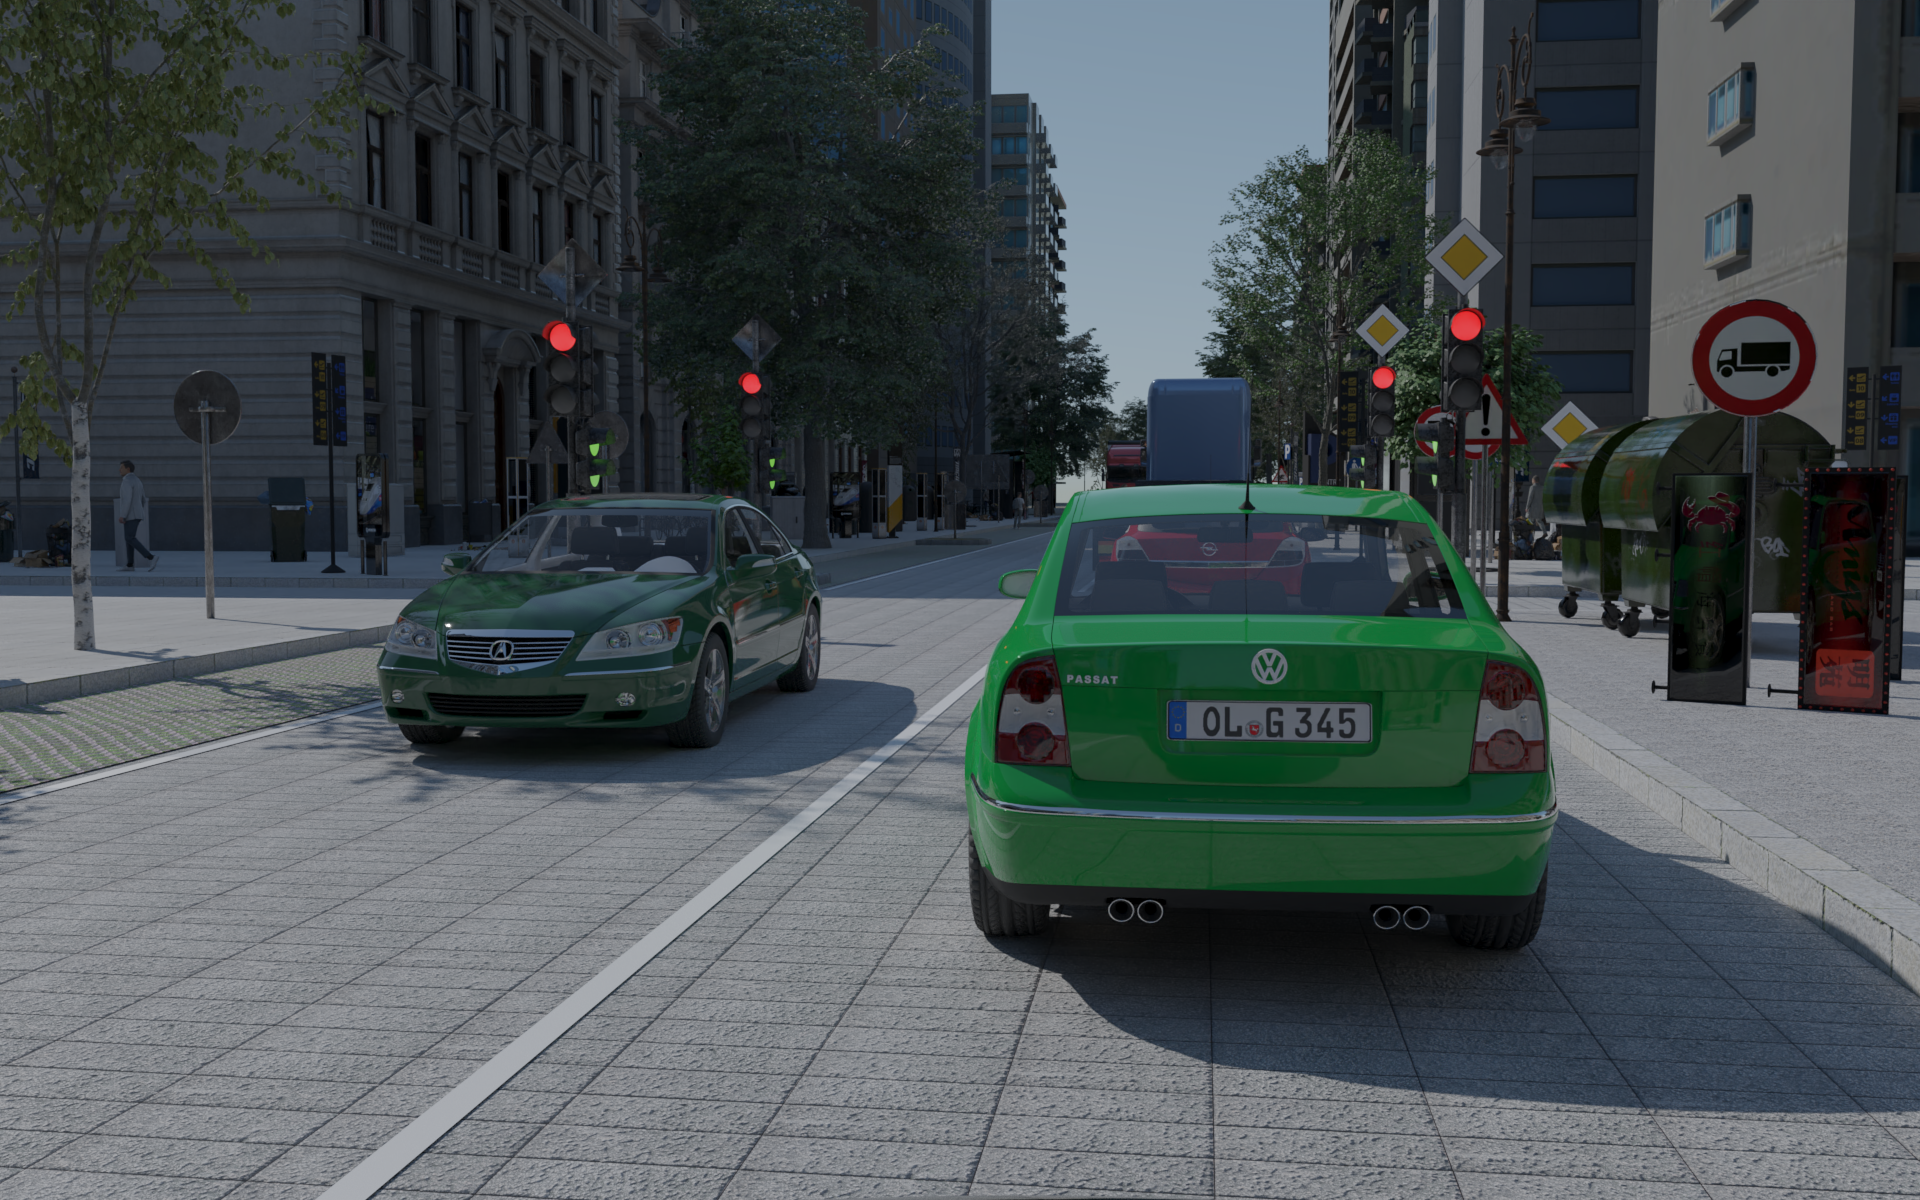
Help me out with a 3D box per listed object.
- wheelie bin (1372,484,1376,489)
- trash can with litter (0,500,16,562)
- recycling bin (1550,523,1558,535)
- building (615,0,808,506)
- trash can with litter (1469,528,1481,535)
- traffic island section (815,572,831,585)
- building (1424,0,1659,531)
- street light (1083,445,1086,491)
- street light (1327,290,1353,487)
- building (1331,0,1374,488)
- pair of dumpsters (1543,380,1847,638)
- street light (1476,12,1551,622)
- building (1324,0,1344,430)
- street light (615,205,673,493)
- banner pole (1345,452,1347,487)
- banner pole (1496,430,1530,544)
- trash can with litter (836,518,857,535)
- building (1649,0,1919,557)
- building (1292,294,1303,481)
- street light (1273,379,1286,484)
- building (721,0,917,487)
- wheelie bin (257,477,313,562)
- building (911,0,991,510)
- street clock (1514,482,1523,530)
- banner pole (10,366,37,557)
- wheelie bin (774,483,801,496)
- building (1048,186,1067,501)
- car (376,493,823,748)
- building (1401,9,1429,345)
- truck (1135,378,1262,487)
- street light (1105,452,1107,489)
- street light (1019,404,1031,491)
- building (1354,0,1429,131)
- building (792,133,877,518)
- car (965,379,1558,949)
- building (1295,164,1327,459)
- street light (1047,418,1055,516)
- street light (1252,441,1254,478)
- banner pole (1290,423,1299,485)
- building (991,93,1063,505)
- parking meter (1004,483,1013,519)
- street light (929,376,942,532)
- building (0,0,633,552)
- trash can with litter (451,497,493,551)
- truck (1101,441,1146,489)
[{"bbox_3d":[12.488,-2.722,52.414,0.980,1.594,0.693,-2,4,-25],"label":"wheelie bin"},{"bbox_3d":[-18.262,-1.286,32.411,1.055,1.170,0.624,-1,4,-20],"label":"trash can with litter"},{"bbox_3d":[15.272,-1.892,43.492,0.722,1.027,0.722,0,4,6],"label":"recycling bin"},{"bbox_3d":[-15.085,-13.924,69.459,13.314,21.916,24.055,0,4,8],"label":"building"},{"bbox_3d":[15.504,-2.664,54.614,1.678,1.210,2.233,-1,4,-14],"label":"trash can with litter"},{"bbox_3d":[-3.192,-0.296,27.122,2.009,0.180,2.903,0,4,8],"label":"traffic island section"},{"bbox_3d":[30.335,-32.375,71.327,21.231,58.520,28.212,0,4,8],"label":"building"},{"bbox_3d":[9.674,-9.885,134.399,0.468,5.910,1.993,0,4,8],"label":"street light"},{"bbox_3d":[8.635,-4.080,39.500,0.468,5.910,1.993,0,4,8],"label":"street light"},{"bbox_3d":[44.439,-32.327,152.243,21.300,48.544,21.600,0,4,8],"label":"building"},{"bbox_3d":[6.544,-0.814,15.795,1.574,2.255,4.437,0,4,8],"label":"pair of dumpsters"},{"bbox_3d":[5.472,-2.722,17.291,0.468,5.910,1.993,0,4,8],"label":"street light"},{"bbox_3d":[51.137,-46.559,199.491,20.563,71.187,20.611,0,4,8],"label":"building"},{"bbox_3d":[-5.093,-3.383,28.093,0.468,5.910,1.993,0,4,8],"label":"street light"},{"bbox_3d":[17.776,-5.486,79.712,0.401,3.779,0.863,1,4,15],"label":"banner pole"},{"bbox_3d":[13.933,-3.279,43.628,0.863,3.779,0.401,2,4,29],"label":"banner pole"},{"bbox_3d":[-3.601,-2.627,54.336,0.624,1.170,1.055,-2,4,-28],"label":"trash can with litter"},{"bbox_3d":[29.285,-25.584,41.994,21.600,48.544,21.300,0,4,8],"label":"building"},{"bbox_3d":[54.458,-29.095,247.400,14.160,30.474,14.107,0,4,8],"label":"building"},{"bbox_3d":[12.809,-5.919,69.564,0.468,5.910,1.993,0,4,8],"label":"street light"},{"bbox_3d":[-10.750,-28.187,110.972,14.600,45.320,14.200,0,4,8],"label":"building"},{"bbox_3d":[-12.781,-1.523,32.815,0.980,1.594,0.693,-2,4,-25],"label":"wheelie bin"},{"bbox_3d":[-9.695,-36.114,132.467,21.231,58.520,28.212,0,4,8],"label":"building"},{"bbox_3d":[17.380,-3.022,53.972,0.358,2.002,0.471,0,4,4],"label":"street clock"},{"bbox_3d":[-18.501,-2.707,34.282,0.401,3.779,0.863,1,4,9],"label":"banner pole"},{"bbox_3d":[-5.121,-2.666,51.502,0.693,1.594,0.980,3,4,36],"label":"wheelie bin"},{"bbox_3d":[3.146,-35.809,240.100,22.147,44.769,28.867,0,4,8],"label":"building"},{"bbox_3d":[-2.115,0.027,11.358,2.131,1.459,4.920,0,4,6],"label":"car"},{"bbox_3d":[34.085,-20.479,106.532,14.160,30.474,14.107,0,4,8],"label":"building"},{"bbox_3d":[4.626,-2.739,34.544,2.967,4.110,18.799,1,4,9],"label":"truck"},{"bbox_3d":[13.890,-11.753,164.942,0.468,5.910,1.993,0,4,8],"label":"street light"},{"bbox_3d":[3.318,-7.096,88.799,0.468,5.910,1.993,0,4,8],"label":"street light"},{"bbox_3d":[40.558,-28.882,126.852,22.147,44.769,28.867,0,4,8],"label":"building"},{"bbox_3d":[-11.797,-15.661,92.208,11.583,22.565,21.152,0,4,8],"label":"building"},{"bbox_3d":[1.074,0.116,6.896,1.959,1.807,4.718,0,4,6],"label":"car"},{"bbox_3d":[54.942,-34.876,224.841,22.147,44.769,28.867,0,4,8],"label":"building"},{"bbox_3d":[5.474,-7.996,103.521,0.468,5.910,1.993,0,4,8],"label":"street light"},{"bbox_3d":[19.018,-8.663,114.424,0.468,5.910,1.993,0,4,8],"label":"street light"},{"bbox_3d":[11.817,-4.361,61.324,0.401,3.779,0.863,2,4,33],"label":"banner pole"},{"bbox_3d":[0.059,-36.141,210.508,23.786,49.044,30.456,0,4,8],"label":"building"},{"bbox_3d":[2.494,-5.116,89.358,0.399,1.863,0.255,3,5,42],"label":"parking meter"},{"bbox_3d":[-0.818,-5.256,58.730,0.468,5.910,1.993,0,4,8],"label":"street light"},{"bbox_3d":[-17.070,-13.370,47.478,11.050,23.489,19.941,0,4,8],"label":"building"},{"bbox_3d":[-10.632,-1.764,39.894,2.233,1.210,1.678,-1,4,-20],"label":"trash can with litter"},{"bbox_3d":[9.290,-6.366,93.003,2.839,4.237,11.283,1,4,8],"label":"truck"}]
